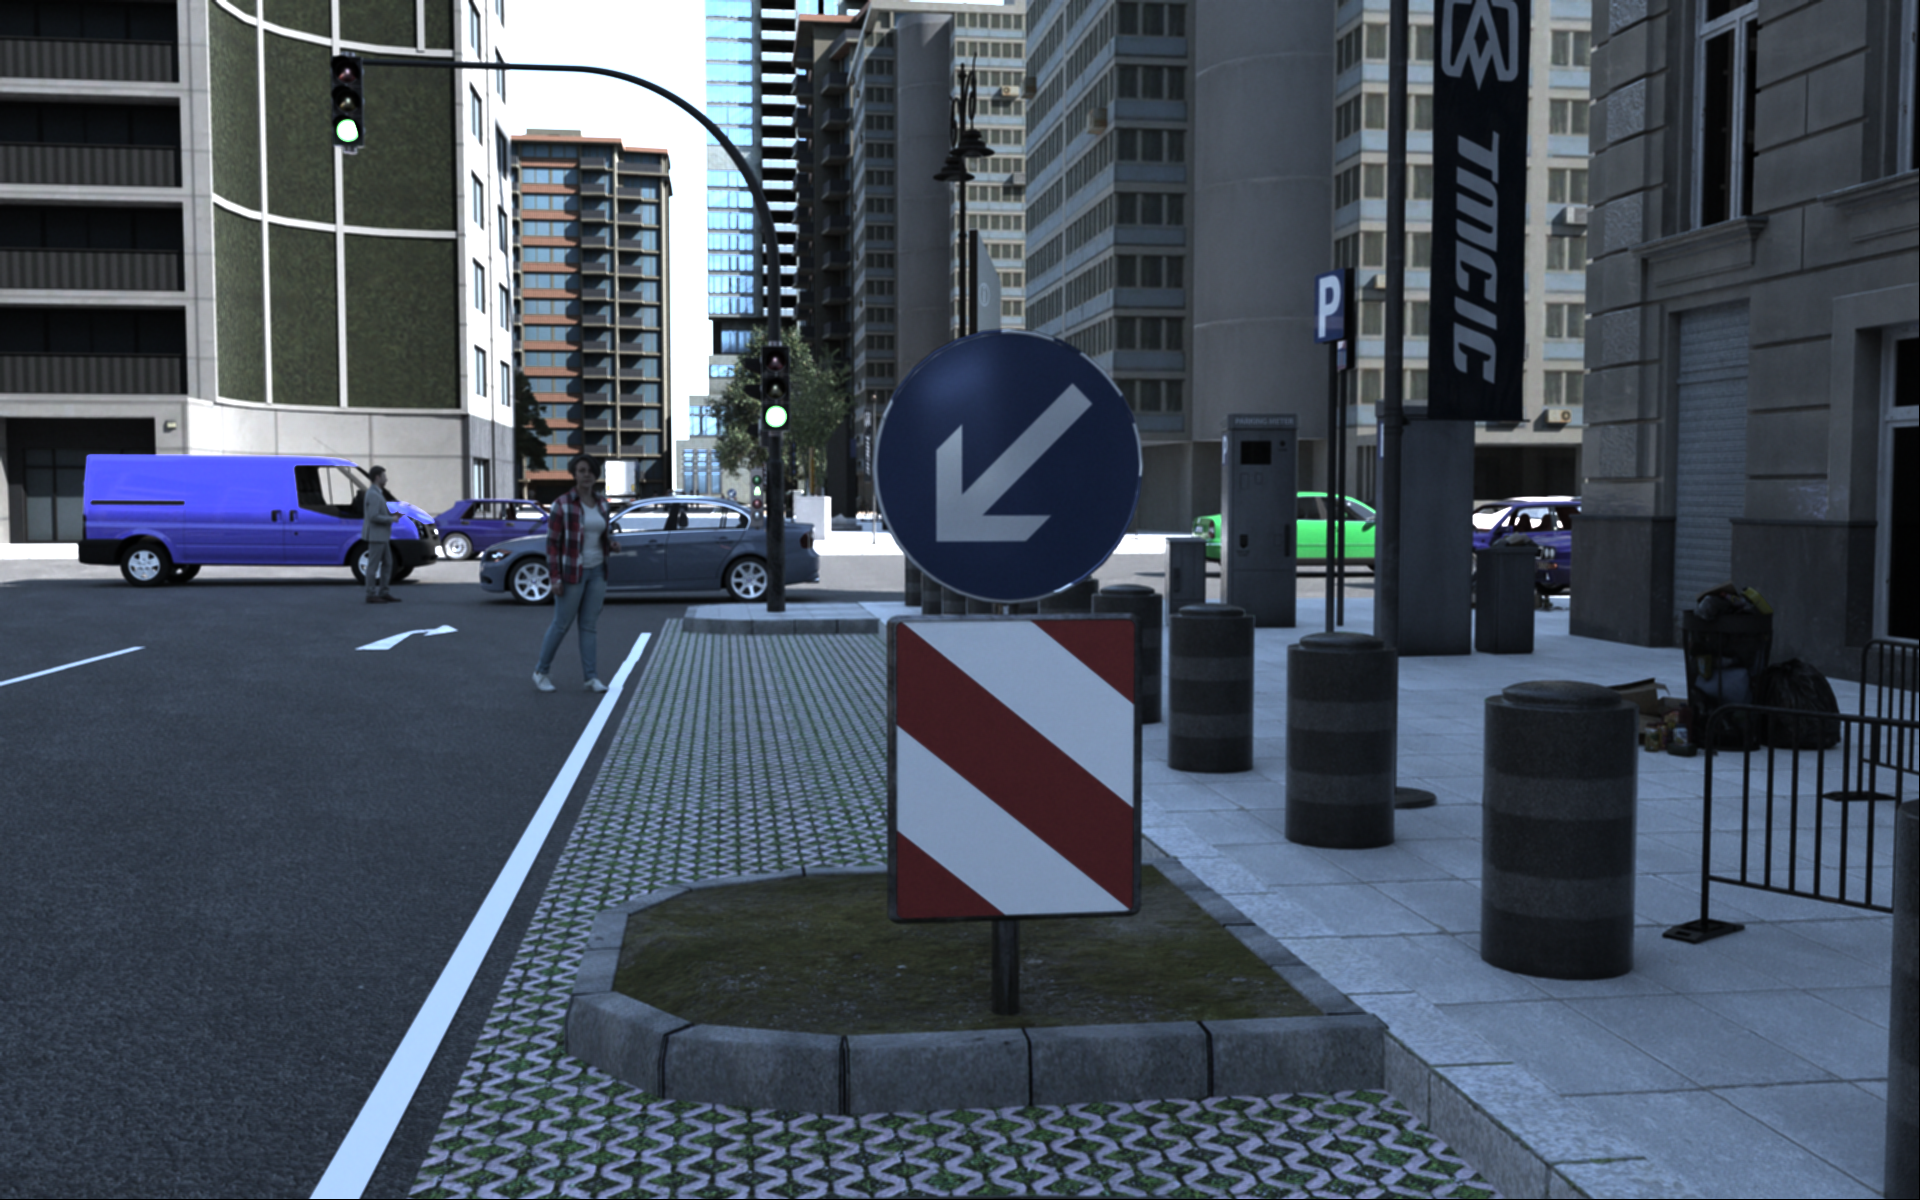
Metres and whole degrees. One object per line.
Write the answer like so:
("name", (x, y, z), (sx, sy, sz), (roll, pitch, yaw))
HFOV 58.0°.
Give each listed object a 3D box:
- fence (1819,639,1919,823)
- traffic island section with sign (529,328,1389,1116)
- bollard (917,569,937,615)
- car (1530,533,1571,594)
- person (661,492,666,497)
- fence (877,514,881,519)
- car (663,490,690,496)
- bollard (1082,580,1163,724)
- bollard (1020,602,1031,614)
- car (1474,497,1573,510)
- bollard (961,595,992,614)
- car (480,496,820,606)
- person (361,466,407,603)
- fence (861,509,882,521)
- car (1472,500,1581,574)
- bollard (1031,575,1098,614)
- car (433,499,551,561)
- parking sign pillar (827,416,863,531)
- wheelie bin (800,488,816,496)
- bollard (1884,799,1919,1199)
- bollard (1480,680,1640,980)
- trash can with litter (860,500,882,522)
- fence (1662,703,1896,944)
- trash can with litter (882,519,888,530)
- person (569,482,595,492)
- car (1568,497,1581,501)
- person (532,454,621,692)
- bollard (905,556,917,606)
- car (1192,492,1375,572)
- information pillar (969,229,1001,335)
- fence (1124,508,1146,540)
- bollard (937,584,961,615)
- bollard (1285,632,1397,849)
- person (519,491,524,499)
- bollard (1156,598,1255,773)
("fence", (3.895, 0.556, 6.292), (0.278, 0.683, 2.069), (0, 4, -6))
("traffic island section with sign", (-0.085, 0.225, 4.943), (1.989, 1.847, 2.006), (0, 4, -8))
("bollard", (-0.205, -0.215, 18.237), (0.404, 0.777, 0.398), (0, 3, 0))
("car", (9.787, -0.727, 24.469), (3.894, 1.354, 1.945), (-1, 4, -9))
("person", (-26.998, -9.058, 158.063), (0.415, 1.643, 0.593), (1, 4, 20))
("fence", (-3.833, -4.754, 88.934), (0.480, 1.192, 2.264), (-2, 4, -25))
("car", (-24.164, -8.482, 147.358), (2.281, 1.827, 5.304), (-1, 4, -8))
("bollard", (0.944, 0.300, 9.805), (0.404, 0.777, 0.398), (0, 3, 0))
("bollard", (0.488, 0.094, 13.177), (0.404, 0.777, 0.398), (0, 3, 0))
("car", (11.618, -1.314, 33.849), (4.827, 1.381, 2.083), (-1, 4, -9))
("bollard", (0.254, -0.009, 14.857), (0.404, 0.777, 0.398), (0, 3, 0))
("car", (-4.133, -0.688, 23.256), (4.499, 1.417, 2.014), (-1, 4, -9))
("person", (-7.576, -0.863, 22.806), (0.583, 1.804, 0.606), (-1, 4, -22))
("fence", (-3.942, -3.405, 71.049), (2.069, 0.683, 0.278), (1, 4, 10))
("car", (8.555, -0.871, 26.828), (3.894, 1.354, 1.945), (-1, 4, -9))
("bollard", (0.718, 0.198, 11.488), (0.404, 0.777, 0.398), (0, 3, 0))
("car", (-9.552, -1.550, 37.925), (3.894, 1.354, 1.945), (0, 4, -7))
("parking sign pillar", (-4.150, -4.420, 60.742), (1.447, 3.967, 1.447), (-3, 4, -36))
("wheelie bin", (-8.503, -5.480, 97.504), (0.980, 1.594, 0.693), (0, 4, -6))
("bollard", (1.870, 0.713, 3.061), (0.404, 0.777, 0.398), (0, 3, 0))
("bollard", (1.638, 0.610, 4.742), (0.404, 0.777, 0.398), (0, 3, 0))
("trash can with litter", (-3.921, -4.233, 80.270), (2.233, 1.210, 1.678), (2, 4, 26))
("fence", (2.777, 0.680, 4.259), (0.278, 0.683, 2.069), (-3, 4, -38))
("trash can with litter", (-2.291, -3.057, 61.361), (1.055, 1.170, 0.624), (0, 4, -2))
("person", (-4.672, -0.794, 21.608), (0.434, 1.807, 0.598), (2, 4, 23))
("car", (15.169, -1.686, 39.567), (4.499, 1.417, 2.014), (-1, 4, -9))
("person", (-2.773, -0.198, 12.572), (0.643, 1.720, 0.563), (3, 5, 41))
("bollard", (-0.436, -0.319, 19.936), (0.404, 0.777, 0.398), (0, 3, 0))
("car", (6.385, -1.326, 30.483), (4.718, 1.807, 1.959), (0, 4, -6))
("information pillar", (0.218, -1.484, 15.618), (0.183, 3.616, 0.504), (2, 4, 28))
("fence", (4.371, -2.209, 47.318), (0.480, 1.192, 2.264), (2, 4, 32))
("bollard", (0.026, -0.112, 16.550), (0.404, 0.777, 0.398), (0, 3, 0))
("bollard", (1.411, 0.507, 6.424), (0.404, 0.777, 0.398), (0, 3, 0))
("person", (-39.332, -8.943, 155.540), (0.721, 1.723, 1.217), (-2, 4, -31))
("bollard", (1.178, 0.403, 8.124), (0.404, 0.777, 0.398), (0, 3, 0))
